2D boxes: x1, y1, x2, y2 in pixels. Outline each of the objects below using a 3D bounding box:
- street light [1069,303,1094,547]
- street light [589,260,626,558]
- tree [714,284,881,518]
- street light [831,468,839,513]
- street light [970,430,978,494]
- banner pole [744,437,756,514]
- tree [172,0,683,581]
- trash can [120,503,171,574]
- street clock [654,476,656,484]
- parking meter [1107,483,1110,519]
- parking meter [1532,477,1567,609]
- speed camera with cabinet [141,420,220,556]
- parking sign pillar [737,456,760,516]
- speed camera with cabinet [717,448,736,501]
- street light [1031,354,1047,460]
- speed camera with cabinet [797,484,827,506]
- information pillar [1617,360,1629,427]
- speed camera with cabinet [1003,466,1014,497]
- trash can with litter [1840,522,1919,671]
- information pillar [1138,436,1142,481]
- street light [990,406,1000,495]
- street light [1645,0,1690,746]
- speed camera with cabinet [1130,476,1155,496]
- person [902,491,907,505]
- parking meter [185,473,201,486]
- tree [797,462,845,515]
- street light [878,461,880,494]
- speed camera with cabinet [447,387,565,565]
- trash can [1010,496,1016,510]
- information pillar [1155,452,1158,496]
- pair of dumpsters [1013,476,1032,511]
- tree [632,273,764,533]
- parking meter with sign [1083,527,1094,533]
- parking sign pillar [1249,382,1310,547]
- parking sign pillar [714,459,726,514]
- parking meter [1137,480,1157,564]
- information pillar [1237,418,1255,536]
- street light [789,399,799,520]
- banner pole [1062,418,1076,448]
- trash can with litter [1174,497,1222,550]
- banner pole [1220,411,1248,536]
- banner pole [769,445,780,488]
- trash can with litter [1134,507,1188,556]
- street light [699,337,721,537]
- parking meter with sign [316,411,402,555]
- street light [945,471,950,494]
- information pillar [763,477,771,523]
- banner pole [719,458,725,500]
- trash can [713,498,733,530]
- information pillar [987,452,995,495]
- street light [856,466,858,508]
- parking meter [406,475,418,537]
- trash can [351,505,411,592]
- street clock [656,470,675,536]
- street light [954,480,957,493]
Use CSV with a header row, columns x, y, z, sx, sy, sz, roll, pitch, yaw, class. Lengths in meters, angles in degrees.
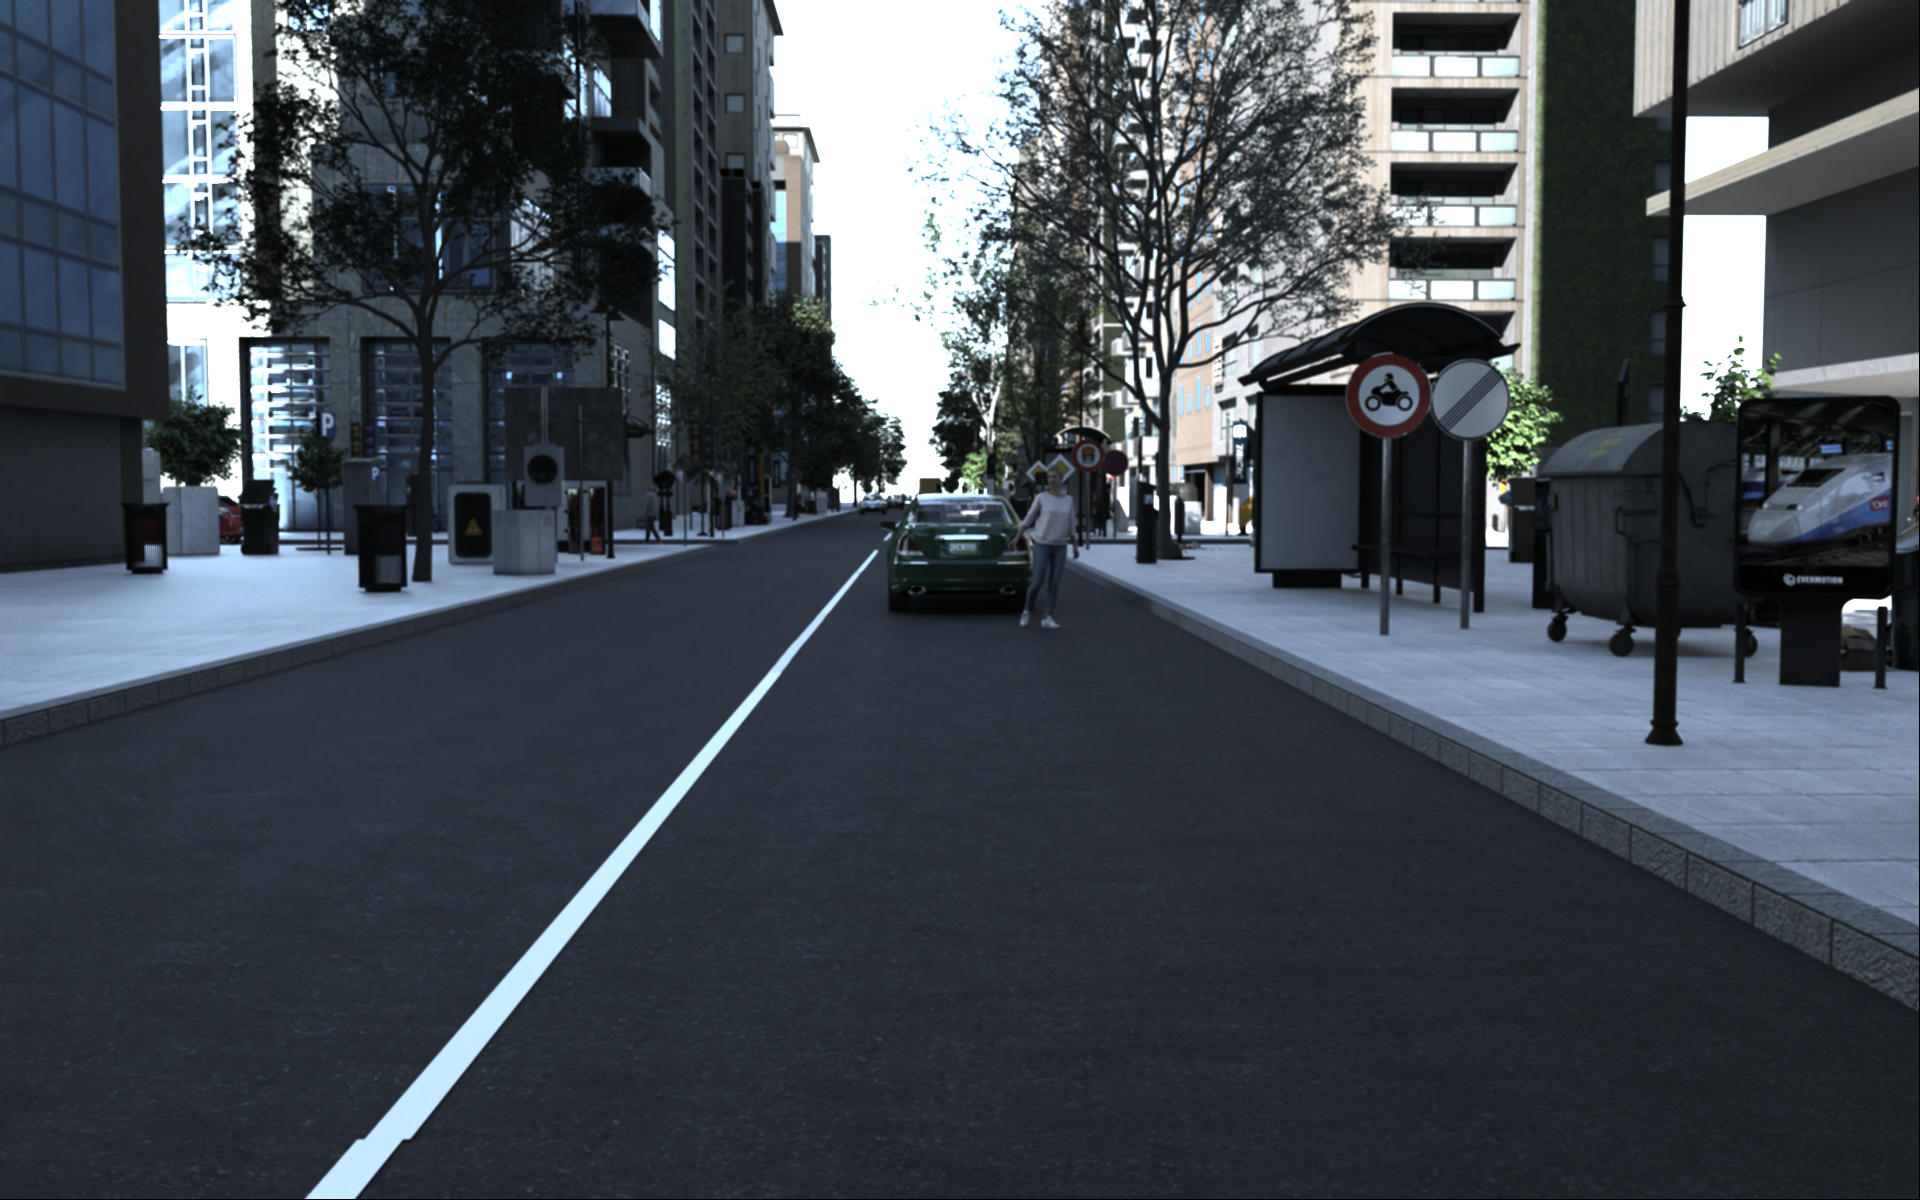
x,y,z,sx,sy,sz,roll,pitch,yaw,class
2.942,-4.242,42.138,0.468,5.910,1.993,0,4,-1,street light
-6.983,-3.771,34.449,0.468,5.910,1.993,0,4,-1,street light
-9.135,-10.870,94.729,9.611,12.733,9.660,0,3,0,tree
-8.759,-8.932,118.821,0.468,5.910,1.993,0,4,-1,street light
1.121,-9.330,125.333,0.468,5.910,1.993,0,4,-1,street light
-9.167,-5.226,75.464,0.863,3.779,0.401,3,5,41,banner pole
-7.608,-5.560,25.316,7.601,10.594,8.767,-2,4,-28,tree
-13.126,-0.996,27.938,0.748,1.137,0.748,0,3,0,trash can
-10.460,-3.435,60.733,0.471,2.002,0.358,-1,4,-19,street clock
7.582,-5.149,89.895,0.399,1.863,0.255,-2,4,-35,parking meter
6.631,-0.674,19.429,0.372,1.533,0.369,0,3,0,parking meter
-16.404,-2.540,35.861,0.660,3.252,2.038,2,4,29,speed camera with cabinet
-12.337,-6.898,101.261,1.447,3.967,1.447,-2,4,-32,parking sign pillar
-10.176,-4.964,75.500,0.660,3.252,2.038,0,4,-1,speed camera with cabinet
2.601,-5.166,57.259,0.468,5.910,1.993,0,4,-1,street light
-10.049,-7.546,117.719,2.038,3.252,0.660,-2,4,-33,speed camera with cabinet
11.496,-2.370,30.102,0.183,3.616,0.504,2,4,33,information pillar
2.921,-7.723,120.600,0.660,3.252,2.038,3,5,44,speed camera with cabinet
6.838,-0.073,12.588,1.055,1.170,0.624,0,4,-3,trash can with litter
7.239,-4.789,69.656,0.183,3.616,0.504,0,4,-4,information pillar
1.856,-7.245,91.242,0.468,5.910,1.993,0,4,-1,street light
3.621,-2.198,8.731,0.468,5.910,1.993,0,4,-1,street light
9.763,-5.867,90.267,2.038,3.252,0.660,-3,4,-37,speed camera with cabinet
-7.206,-13.286,225.597,0.709,1.838,0.599,-3,5,-45,person
-21.833,-2.670,49.359,0.255,1.863,0.399,3,5,44,parking meter
-8.836,-7.538,106.957,4.285,4.588,4.351,0,3,0,tree
-11.353,-16.588,244.005,0.468,5.910,1.993,0,4,-1,street light
-8.319,-2.288,31.750,2.038,3.252,0.660,0,4,-7,speed camera with cabinet
3.102,-5.674,104.421,0.748,1.137,0.748,0,3,0,trash can
9.604,-5.599,82.900,0.504,3.616,0.183,1,4,18,information pillar
3.848,-5.717,95.959,1.574,2.255,4.437,0,4,-1,pair of dumpsters
-8.489,-6.515,56.877,4.360,8.622,3.978,0,3,0,tree
4.339,-3.795,58.305,0.543,3.016,1.738,0,4,-4,parking meter with sign
7.778,-3.277,42.045,1.447,3.967,1.447,0,3,0,parking sign pillar
-14.924,-7.335,108.395,1.447,3.967,1.447,1,4,9,parking sign pillar
3.455,-1.443,32.009,0.372,1.533,0.369,0,3,0,parking meter
8.819,-3.791,53.344,0.504,3.616,0.183,0,4,-3,information pillar
-8.059,-6.837,84.569,0.468,5.910,1.993,0,4,-1,street light
3.544,-4.084,56.793,0.401,3.779,0.863,-3,4,-36,banner pole
5.265,-1.826,40.917,1.678,1.210,2.233,0,4,3,trash can with litter
8.309,-3.816,52.404,0.863,3.779,0.401,2,4,29,banner pole
-9.412,-5.975,87.712,0.863,3.779,0.401,2,4,32,banner pole
4.108,-1.472,35.449,1.055,1.170,0.624,0,4,-1,trash can with litter
-7.351,-4.794,51.163,0.468,5.910,1.993,0,4,-1,street light
-12.623,-2.463,36.532,1.738,3.016,0.543,1,4,15,parking meter with sign
-2.241,-19.057,284.373,0.468,5.910,1.993,0,4,-1,street light
-8.504,-4.403,76.474,0.304,2.012,0.304,0,4,5,information pillar
-14.678,-7.130,106.593,0.401,3.779,0.863,-3,5,-41,banner pole
-8.459,-3.071,61.871,0.748,1.137,0.748,0,3,0,trash can
1.705,-6.309,94.499,0.504,3.616,0.183,0,4,-4,information pillar
-9.605,-11.513,161.026,0.468,5.910,1.993,0,4,-1,street light
-16.457,-2.836,52.085,0.255,1.863,0.399,-3,5,-45,parking meter
-7.589,-0.679,22.758,0.748,1.137,0.748,0,3,0,trash can
-8.878,-2.941,52.654,0.471,2.002,0.358,3,5,43,street clock
-0.707,-14.893,216.280,0.468,5.910,1.993,0,4,-1,street light
